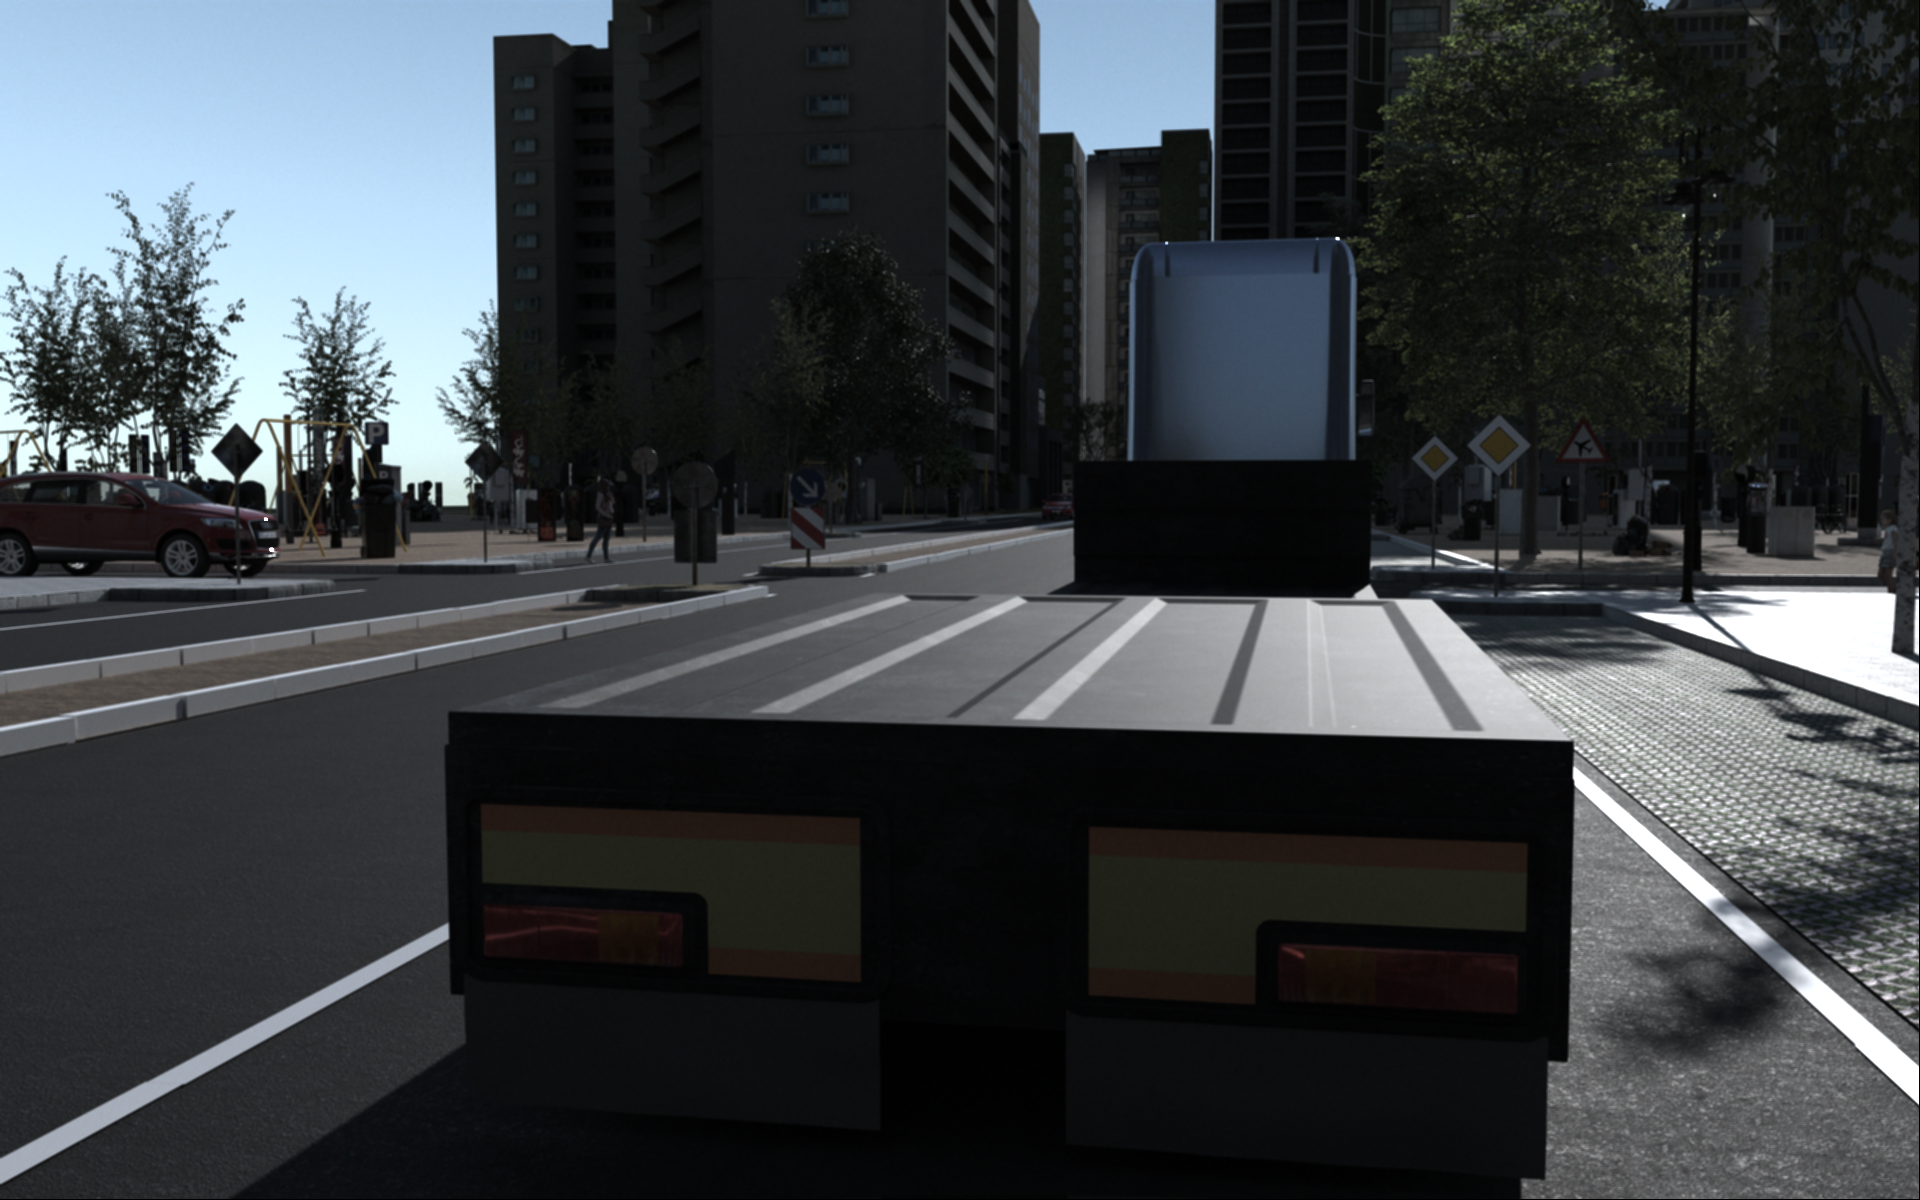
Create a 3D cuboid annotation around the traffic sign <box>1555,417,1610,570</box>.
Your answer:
[{"bbox_3d":[10.505,-1.790,29.266,0.884,2.594,0.081,1,4,12],"label":"traffic sign"}]

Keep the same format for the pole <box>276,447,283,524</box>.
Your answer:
[{"bbox_3d":[-29.159,-4.919,74.264,0.158,3.312,0.155,0,3,0],"label":"pole"}]

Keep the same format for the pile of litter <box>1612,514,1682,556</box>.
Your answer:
[{"bbox_3d":[14.457,-1.370,36.369,1.719,0.858,1.176,-1,4,-15],"label":"pile of litter"}]

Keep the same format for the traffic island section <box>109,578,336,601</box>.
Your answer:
[{"bbox_3d":[-10.293,-0.146,24.674,2.009,0.180,2.903,1,4,10],"label":"traffic island section"}]

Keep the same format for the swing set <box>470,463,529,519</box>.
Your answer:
[{"bbox_3d":[-23.379,-5.500,87.548,3.119,2.851,2.862,-1,4,-15],"label":"swing set"}]

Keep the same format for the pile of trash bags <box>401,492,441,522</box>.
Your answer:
[{"bbox_3d":[-25.637,-4.259,79.379,1.912,1.369,3.447,2,4,32],"label":"pile of trash bags"}]

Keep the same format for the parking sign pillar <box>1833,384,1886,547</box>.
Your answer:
[{"bbox_3d":[22.601,-3.330,42.920,1.447,3.967,1.447,2,4,33],"label":"parking sign pillar"}]

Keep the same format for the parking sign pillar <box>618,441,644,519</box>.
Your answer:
[{"bbox_3d":[-16.738,-6.100,88.199,1.447,3.967,1.447,-3,4,-37],"label":"parking sign pillar"}]

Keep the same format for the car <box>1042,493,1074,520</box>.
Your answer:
[{"bbox_3d":[5.743,-5.415,97.579,2.155,1.783,4.494,1,4,12],"label":"car"}]

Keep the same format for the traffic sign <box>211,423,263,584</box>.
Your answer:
[{"bbox_3d":[-10.268,-1.282,24.608,0.795,2.450,0.064,1,4,10],"label":"traffic sign"}]

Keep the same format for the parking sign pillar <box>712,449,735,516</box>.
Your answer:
[{"bbox_3d":[-13.983,-6.976,102.533,1.447,3.967,1.447,-2,4,-24],"label":"parking sign pillar"}]

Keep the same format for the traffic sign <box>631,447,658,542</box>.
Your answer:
[{"bbox_3d":[-8.525,-2.853,46.754,0.768,2.556,0.104,1,4,11],"label":"traffic sign"}]

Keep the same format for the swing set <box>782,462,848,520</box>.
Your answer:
[{"bbox_3d":[-7.147,-5.325,84.682,3.119,2.851,2.862,-1,4,-17],"label":"swing set"}]

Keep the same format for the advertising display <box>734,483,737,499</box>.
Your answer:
[{"bbox_3d":[-13.067,-5.730,98.907,0.123,1.923,0.974,2,4,30],"label":"advertising display"}]

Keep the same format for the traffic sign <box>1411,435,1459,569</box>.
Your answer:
[{"bbox_3d":[8.081,-1.584,29.534,0.795,2.450,0.064,1,4,10],"label":"traffic sign"}]

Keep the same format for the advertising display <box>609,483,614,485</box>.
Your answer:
[{"bbox_3d":[-19.234,-5.605,96.857,0.974,1.923,0.123,-3,4,-38],"label":"advertising display"}]

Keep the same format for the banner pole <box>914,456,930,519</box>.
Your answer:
[{"bbox_3d":[-1.980,-6.056,89.032,0.863,3.779,0.401,0,4,-2],"label":"banner pole"}]

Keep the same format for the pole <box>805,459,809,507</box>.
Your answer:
[{"bbox_3d":[-7.748,-5.745,87.769,0.158,3.312,0.155,0,3,0],"label":"pole"}]

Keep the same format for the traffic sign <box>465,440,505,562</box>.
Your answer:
[{"bbox_3d":[-8.909,-1.764,32.477,0.795,2.450,0.064,1,4,10],"label":"traffic sign"}]

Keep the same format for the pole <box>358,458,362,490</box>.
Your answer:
[{"bbox_3d":[-33.904,-6.367,97.935,0.158,3.312,0.155,0,3,0],"label":"pole"}]

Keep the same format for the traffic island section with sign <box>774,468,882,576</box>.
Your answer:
[{"bbox_3d":[-2.569,-1.404,31.100,2.006,1.907,1.989,1,4,10],"label":"traffic island section with sign"}]

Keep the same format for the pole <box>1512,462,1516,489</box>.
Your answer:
[{"bbox_3d":[26.936,-5.529,84.244,0.158,3.312,0.155,0,3,0],"label":"pole"}]

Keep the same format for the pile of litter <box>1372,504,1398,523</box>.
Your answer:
[{"bbox_3d":[19.237,-3.954,78.613,1.719,0.858,1.176,-2,4,-32],"label":"pile of litter"}]

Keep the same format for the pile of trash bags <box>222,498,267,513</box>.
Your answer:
[{"bbox_3d":[-39.355,-5.247,95.536,1.912,1.369,3.447,-1,4,-12],"label":"pile of trash bags"}]

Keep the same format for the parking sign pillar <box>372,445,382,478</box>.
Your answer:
[{"bbox_3d":[-25.165,-5.243,74.203,1.447,3.967,1.447,0,4,1],"label":"parking sign pillar"}]

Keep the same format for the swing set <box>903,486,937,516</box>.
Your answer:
[{"bbox_3d":[-1.862,-6.546,104.651,3.119,2.851,2.862,1,4,10],"label":"swing set"}]

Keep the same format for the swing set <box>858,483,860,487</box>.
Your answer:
[{"bbox_3d":[-7.178,-6.707,107.285,2.862,2.851,3.119,1,4,15],"label":"swing set"}]

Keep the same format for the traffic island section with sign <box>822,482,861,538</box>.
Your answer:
[{"bbox_3d":[-4.337,-2.969,57.167,1.989,1.847,2.006,1,4,10],"label":"traffic island section with sign"}]

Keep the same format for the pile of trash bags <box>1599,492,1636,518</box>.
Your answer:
[{"bbox_3d":[36.388,-5.159,94.107,3.447,1.369,1.912,0,4,-7],"label":"pile of trash bags"}]

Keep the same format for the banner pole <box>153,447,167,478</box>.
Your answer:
[{"bbox_3d":[-42.053,-6.193,91.274,0.863,3.779,0.401,-2,4,-30],"label":"banner pole"}]

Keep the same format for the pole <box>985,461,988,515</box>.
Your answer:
[{"bbox_3d":[1.598,-6.817,105.305,0.158,3.312,0.155,0,3,0],"label":"pole"}]

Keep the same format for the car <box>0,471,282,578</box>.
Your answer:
[{"bbox_3d":[-14.286,-1.287,29.710,5.304,1.827,2.281,1,4,9],"label":"car"}]

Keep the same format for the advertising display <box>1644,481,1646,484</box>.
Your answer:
[{"bbox_3d":[33.152,-4.771,83.219,0.123,1.923,0.974,-1,4,-15],"label":"advertising display"}]

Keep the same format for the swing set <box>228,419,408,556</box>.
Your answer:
[{"bbox_3d":[-14.035,-2.419,37.176,2.862,2.851,3.119,1,4,17],"label":"swing set"}]

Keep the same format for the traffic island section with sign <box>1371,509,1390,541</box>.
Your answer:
[{"bbox_3d":[12.308,-2.766,53.846,1.989,1.847,2.006,1,4,10],"label":"traffic island section with sign"}]

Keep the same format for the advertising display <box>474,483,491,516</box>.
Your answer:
[{"bbox_3d":[-27.364,-5.754,99.294,0.974,1.923,0.123,-3,4,-36],"label":"advertising display"}]

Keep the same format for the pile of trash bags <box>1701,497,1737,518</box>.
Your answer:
[{"bbox_3d":[41.963,-5.231,95.272,3.447,1.369,1.912,-1,4,-20],"label":"pile of trash bags"}]

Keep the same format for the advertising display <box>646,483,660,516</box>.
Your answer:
[{"bbox_3d":[-18.061,-5.894,101.573,0.974,1.923,0.123,-3,4,-39],"label":"advertising display"}]

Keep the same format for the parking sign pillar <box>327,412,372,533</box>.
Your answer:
[{"bbox_3d":[-20.488,-4.225,57.551,1.447,3.967,1.447,-1,4,-23],"label":"parking sign pillar"}]

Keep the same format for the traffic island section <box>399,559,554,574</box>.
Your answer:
[{"bbox_3d":[-8.934,-0.628,32.543,2.009,0.180,2.903,1,4,10],"label":"traffic island section"}]

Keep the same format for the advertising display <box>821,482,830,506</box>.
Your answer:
[{"bbox_3d":[-7.427,-5.570,96.290,0.123,1.923,0.974,-3,4,-36],"label":"advertising display"}]

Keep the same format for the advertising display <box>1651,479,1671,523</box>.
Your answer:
[{"bbox_3d":[30.840,-4.348,76.299,0.974,1.923,0.123,-1,4,-17],"label":"advertising display"}]

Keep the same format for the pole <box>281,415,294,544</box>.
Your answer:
[{"bbox_3d":[-17.267,-3.101,44.543,0.158,3.312,0.155,0,3,0],"label":"pole"}]

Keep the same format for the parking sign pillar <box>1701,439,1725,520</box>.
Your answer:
[{"bbox_3d":[37.290,-5.956,85.853,1.447,3.967,1.447,-3,5,-43],"label":"parking sign pillar"}]

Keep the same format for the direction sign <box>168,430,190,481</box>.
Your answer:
[{"bbox_3d":[-27.552,-4.231,61.175,0.379,3.537,0.876,1,4,22],"label":"direction sign"}]

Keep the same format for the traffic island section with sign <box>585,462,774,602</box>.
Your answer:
[{"bbox_3d":[-3.839,-0.958,23.802,2.006,1.907,1.989,1,4,10],"label":"traffic island section with sign"}]

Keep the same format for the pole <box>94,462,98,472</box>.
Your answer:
[{"bbox_3d":[-54.169,-7.020,108.623,0.158,3.312,0.155,0,3,0],"label":"pole"}]

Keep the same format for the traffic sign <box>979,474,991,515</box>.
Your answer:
[{"bbox_3d":[1.524,-6.559,107.347,0.768,2.556,0.104,1,4,17],"label":"traffic sign"}]

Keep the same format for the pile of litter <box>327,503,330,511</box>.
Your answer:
[{"bbox_3d":[-36.519,-5.315,100.860,1.719,0.858,1.176,-2,4,-30],"label":"pile of litter"}]

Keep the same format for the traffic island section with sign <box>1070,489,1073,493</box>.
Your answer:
[{"bbox_3d":[8.755,-7.611,133.061,1.989,1.847,2.006,1,4,10],"label":"traffic island section with sign"}]

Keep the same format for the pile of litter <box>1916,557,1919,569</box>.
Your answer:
[{"bbox_3d":[16.641,-0.958,29.629,1.176,0.858,1.719,2,4,33],"label":"pile of litter"}]

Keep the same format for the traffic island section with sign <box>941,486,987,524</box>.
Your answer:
[{"bbox_3d":[0.245,-4.593,83.731,1.989,1.847,2.006,1,4,10],"label":"traffic island section with sign"}]

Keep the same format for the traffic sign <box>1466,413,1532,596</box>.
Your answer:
[{"bbox_3d":[6.722,-1.102,21.665,0.795,2.450,0.064,1,4,10],"label":"traffic sign"}]

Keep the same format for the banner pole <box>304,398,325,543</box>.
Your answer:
[{"bbox_3d":[-16.754,-3.363,45.005,0.863,3.779,0.401,2,4,32],"label":"banner pole"}]

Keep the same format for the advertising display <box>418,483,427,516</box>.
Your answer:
[{"bbox_3d":[-30.861,-5.771,99.563,0.123,1.923,0.974,0,4,8],"label":"advertising display"}]

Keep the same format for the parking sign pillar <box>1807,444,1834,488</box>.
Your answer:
[{"bbox_3d":[44.034,-6.119,88.519,1.447,3.967,1.447,0,4,7],"label":"parking sign pillar"}]

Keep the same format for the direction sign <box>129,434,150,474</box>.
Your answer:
[{"bbox_3d":[-31.264,-4.529,66.046,0.379,3.537,0.876,2,4,26],"label":"direction sign"}]

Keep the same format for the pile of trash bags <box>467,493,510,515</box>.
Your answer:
[{"bbox_3d":[-28.670,-5.825,104.987,3.447,1.369,1.912,2,4,35],"label":"pile of trash bags"}]

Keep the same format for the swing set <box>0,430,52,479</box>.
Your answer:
[{"bbox_3d":[-23.685,-2.776,43.007,3.119,2.851,2.862,3,5,41],"label":"swing set"}]
